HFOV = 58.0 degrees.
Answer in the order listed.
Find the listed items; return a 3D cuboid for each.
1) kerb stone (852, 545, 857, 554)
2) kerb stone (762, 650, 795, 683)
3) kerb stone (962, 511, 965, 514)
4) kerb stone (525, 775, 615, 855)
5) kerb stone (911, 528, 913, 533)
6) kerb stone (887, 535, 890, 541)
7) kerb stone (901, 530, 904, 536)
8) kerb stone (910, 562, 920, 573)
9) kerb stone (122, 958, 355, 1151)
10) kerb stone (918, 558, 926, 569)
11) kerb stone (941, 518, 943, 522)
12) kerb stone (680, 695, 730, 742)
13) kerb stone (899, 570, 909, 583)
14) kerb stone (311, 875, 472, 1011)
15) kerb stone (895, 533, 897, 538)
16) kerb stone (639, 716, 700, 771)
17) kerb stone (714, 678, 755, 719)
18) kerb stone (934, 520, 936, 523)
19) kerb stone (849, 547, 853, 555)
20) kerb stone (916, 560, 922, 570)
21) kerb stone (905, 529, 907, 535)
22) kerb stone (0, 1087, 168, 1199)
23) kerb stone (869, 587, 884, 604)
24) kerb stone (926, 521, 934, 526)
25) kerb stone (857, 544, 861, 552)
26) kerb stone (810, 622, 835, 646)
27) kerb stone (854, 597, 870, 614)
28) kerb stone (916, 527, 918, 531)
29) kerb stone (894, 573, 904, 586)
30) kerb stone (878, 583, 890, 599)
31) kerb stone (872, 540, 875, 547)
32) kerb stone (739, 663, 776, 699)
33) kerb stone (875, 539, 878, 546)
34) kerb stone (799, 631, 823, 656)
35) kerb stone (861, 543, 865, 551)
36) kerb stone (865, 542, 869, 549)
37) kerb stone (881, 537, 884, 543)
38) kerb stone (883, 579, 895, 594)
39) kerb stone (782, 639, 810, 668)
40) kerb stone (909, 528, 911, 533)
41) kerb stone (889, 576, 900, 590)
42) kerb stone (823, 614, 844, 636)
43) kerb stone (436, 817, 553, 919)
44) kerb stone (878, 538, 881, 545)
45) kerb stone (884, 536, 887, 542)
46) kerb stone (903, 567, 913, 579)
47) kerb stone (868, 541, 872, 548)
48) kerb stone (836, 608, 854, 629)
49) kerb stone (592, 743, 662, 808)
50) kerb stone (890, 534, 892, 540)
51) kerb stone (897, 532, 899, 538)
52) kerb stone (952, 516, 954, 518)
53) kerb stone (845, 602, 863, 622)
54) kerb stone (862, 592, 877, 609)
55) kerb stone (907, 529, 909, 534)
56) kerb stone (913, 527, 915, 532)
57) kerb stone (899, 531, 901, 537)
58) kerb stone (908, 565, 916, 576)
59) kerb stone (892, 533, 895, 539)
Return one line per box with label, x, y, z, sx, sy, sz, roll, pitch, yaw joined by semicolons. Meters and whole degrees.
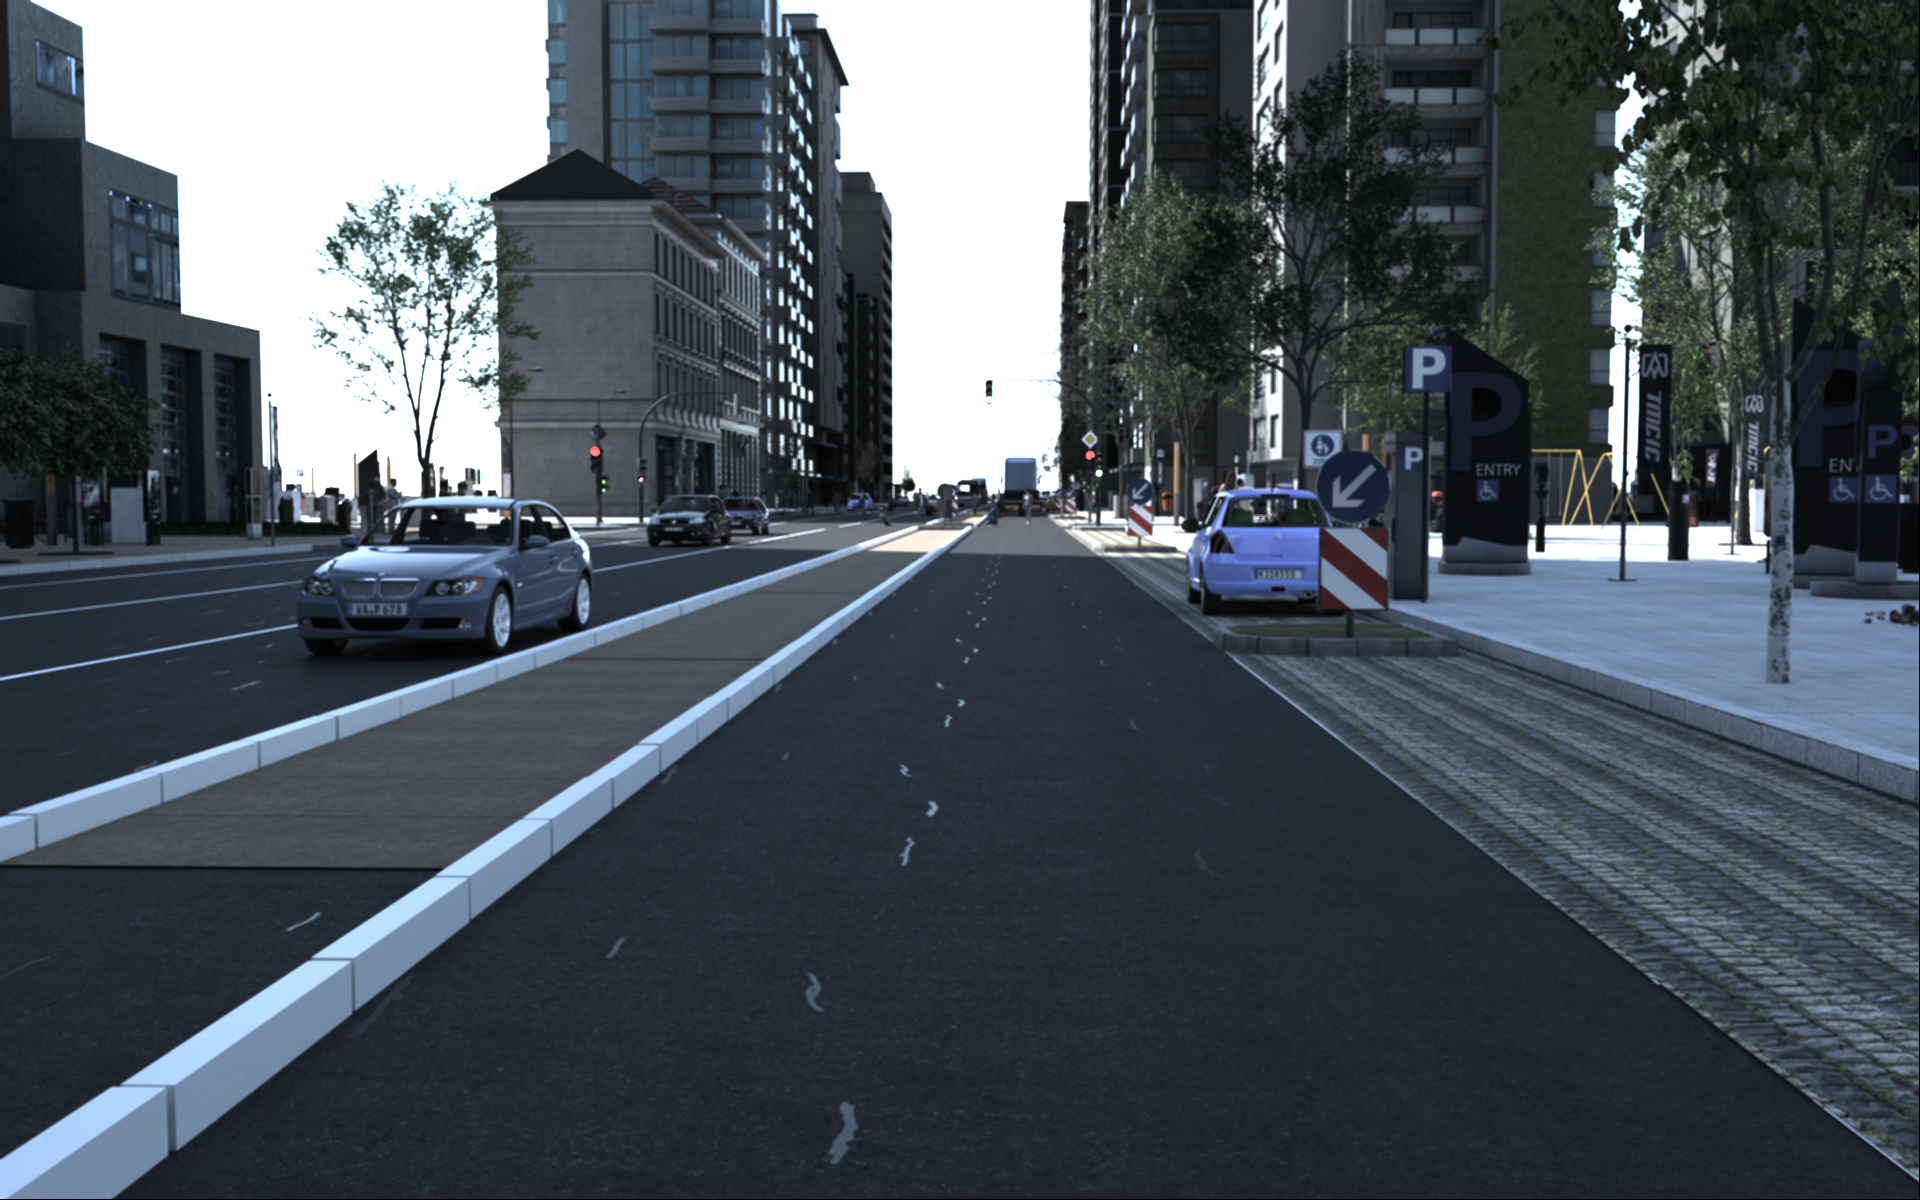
kerb stone;-2.611;-1.167;41.270;0.120;0.150;1.000;0;4;2
kerb stone;-1.436;0.532;13.508;0.120;0.150;1.000;0;4;2
kerb stone;0.092;-6.085;121.716;0.120;0.150;1.000;0;4;2
kerb stone;-1.655;0.908;7.352;0.120;0.150;1.000;0;4;2
kerb stone;-1.887;-2.484;62.808;0.120;0.150;1.000;0;4;2
kerb stone;-2.263;-1.793;51.513;0.120;0.150;1.000;0;4;2
kerb stone;-2.051;-2.170;57.668;0.120;0.150;1.000;0;4;2
kerb stone;-0.855;-0.535;30.937;0.120;0.150;1.000;0;4;2
kerb stone;-1.751;1.099;4.273;0.120;0.150;1.000;0;4;2
kerb stone;-0.790;-0.656;32.981;0.120;0.150;1.000;0;4;2
kerb stone;-1.081;-3.954;86.851;0.120;0.150;1.000;0;4;2
kerb stone;-1.546;0.719;10.437;0.120;0.150;1.000;0;4;2
kerb stone;-0.961;-0.344;27.862;0.120;0.150;1.000;0;4;2
kerb stone;-1.719;1.034;5.295;0.120;0.150;1.000;0;4;2
kerb stone;-2.168;-1.978;54.592;0.120;0.150;1.000;0;4;2
kerb stone;-1.581;0.782;9.415;0.120;0.150;1.000;0;4;2
kerb stone;-1.507;0.661;11.461;0.120;0.150;1.000;0;4;2
kerb stone;-1.320;-3.516;79.687;0.120;0.150;1.000;0;4;2
kerb stone;-2.649;-1.102;40.237;0.120;0.150;1.000;0;4;2
kerb stone;-0.832;-0.595;31.959;0.120;0.150;1.000;0;4;2
kerb stone;-1.990;-2.295;59.721;0.120;0.150;1.000;0;4;2
kerb stone;-1.792;1.159;3.251;0.120;0.150;1.000;0;4;2
kerb stone;-1.136;-0.034;22.744;0.120;0.150;1.000;0;4;2
kerb stone;-1.361;-3.454;78.661;0.120;0.150;1.000;0;4;2
kerb stone;-2.575;-1.230;42.302;0.120;0.150;1.000;0;4;2
kerb stone;-1.339;0.343;16.592;0.120;0.150;1.000;0;4;2
kerb stone;-1.209;0.098;20.691;0.120;0.150;1.000;0;4;2
kerb stone;-1.793;-2.672;65.888;0.120;0.150;1.000;0;4;2
kerb stone;-0.997;-0.284;26.837;0.120;0.150;1.000;0;4;2
kerb stone;-1.094;-0.094;23.765;0.120;0.150;1.000;0;4;2
kerb stone;-2.439;-1.480;46.397;0.120;0.150;1.000;0;4;2
kerb stone;-1.475;0.596;12.487;0.120;0.150;1.000;0;4;2
kerb stone;-2.404;-1.535;47.426;0.120;0.150;1.000;0;4;2
kerb stone;-1.374;0.412;15.569;0.120;0.150;1.000;0;4;2
kerb stone;-2.542;-1.293;43.331;0.120;0.150;1.000;0;4;2
kerb stone;-2.508;-1.352;44.353;0.120;0.150;1.000;0;4;2
kerb stone;-2.333;-1.668;49.469;0.120;0.150;1.000;0;4;2
kerb stone;-1.061;-0.159;24.793;0.120;0.150;1.000;0;4;2
kerb stone;-1.404;0.468;14.538;0.120;0.150;1.000;0;4;2
kerb stone;-1.919;-2.421;61.774;0.120;0.150;1.000;0;4;2
kerb stone;-1.027;-0.221;25.815;0.120;0.150;1.000;0;4;2
kerb stone;-1.312;0.280;17.614;0.120;0.150;1.000;0;4;2
kerb stone;-1.689;0.971;6.324;0.120;0.150;1.000;0;4;2
kerb stone;-2.366;-1.606;48.448;0.120;0.150;1.000;0;4;2
kerb stone;-2.296;-1.731;50.491;0.120;0.150;1.000;0;4;2
kerb stone;-0.924;-0.405;28.888;0.120;0.150;1.000;0;4;2
kerb stone;-2.470;-1.415;45.374;0.120;0.150;1.000;0;4;2
kerb stone;-1.272;0.218;18.647;0.120;0.150;1.000;0;4;2
kerb stone;-1.617;0.851;8.376;0.120;0.150;1.000;0;4;2
kerb stone;-2.230;-1.856;52.540;0.120;0.150;1.000;0;4;2
kerb stone;-2.131;-2.042;55.615;0.120;0.150;1.000;0;4;2
kerb stone;-0.603;-4.831;101.187;0.120;0.150;1.000;0;4;2
kerb stone;-1.234;0.155;19.668;0.120;0.150;1.000;0;4;2
kerb stone;-1.170;0.032;21.722;0.120;0.150;1.000;0;4;2
kerb stone;-1.959;-2.355;60.747;0.120;0.150;1.000;0;4;2
kerb stone;-1.853;-2.545;63.831;0.120;0.150;1.000;0;4;2
kerb stone;-2.097;-2.100;56.647;0.120;0.150;1.000;0;4;2
kerb stone;-0.888;-0.472;29.909;0.120;0.150;1.000;0;4;2
kerb stone;-2.197;-1.919;53.565;0.120;0.150;1.000;0;4;2
